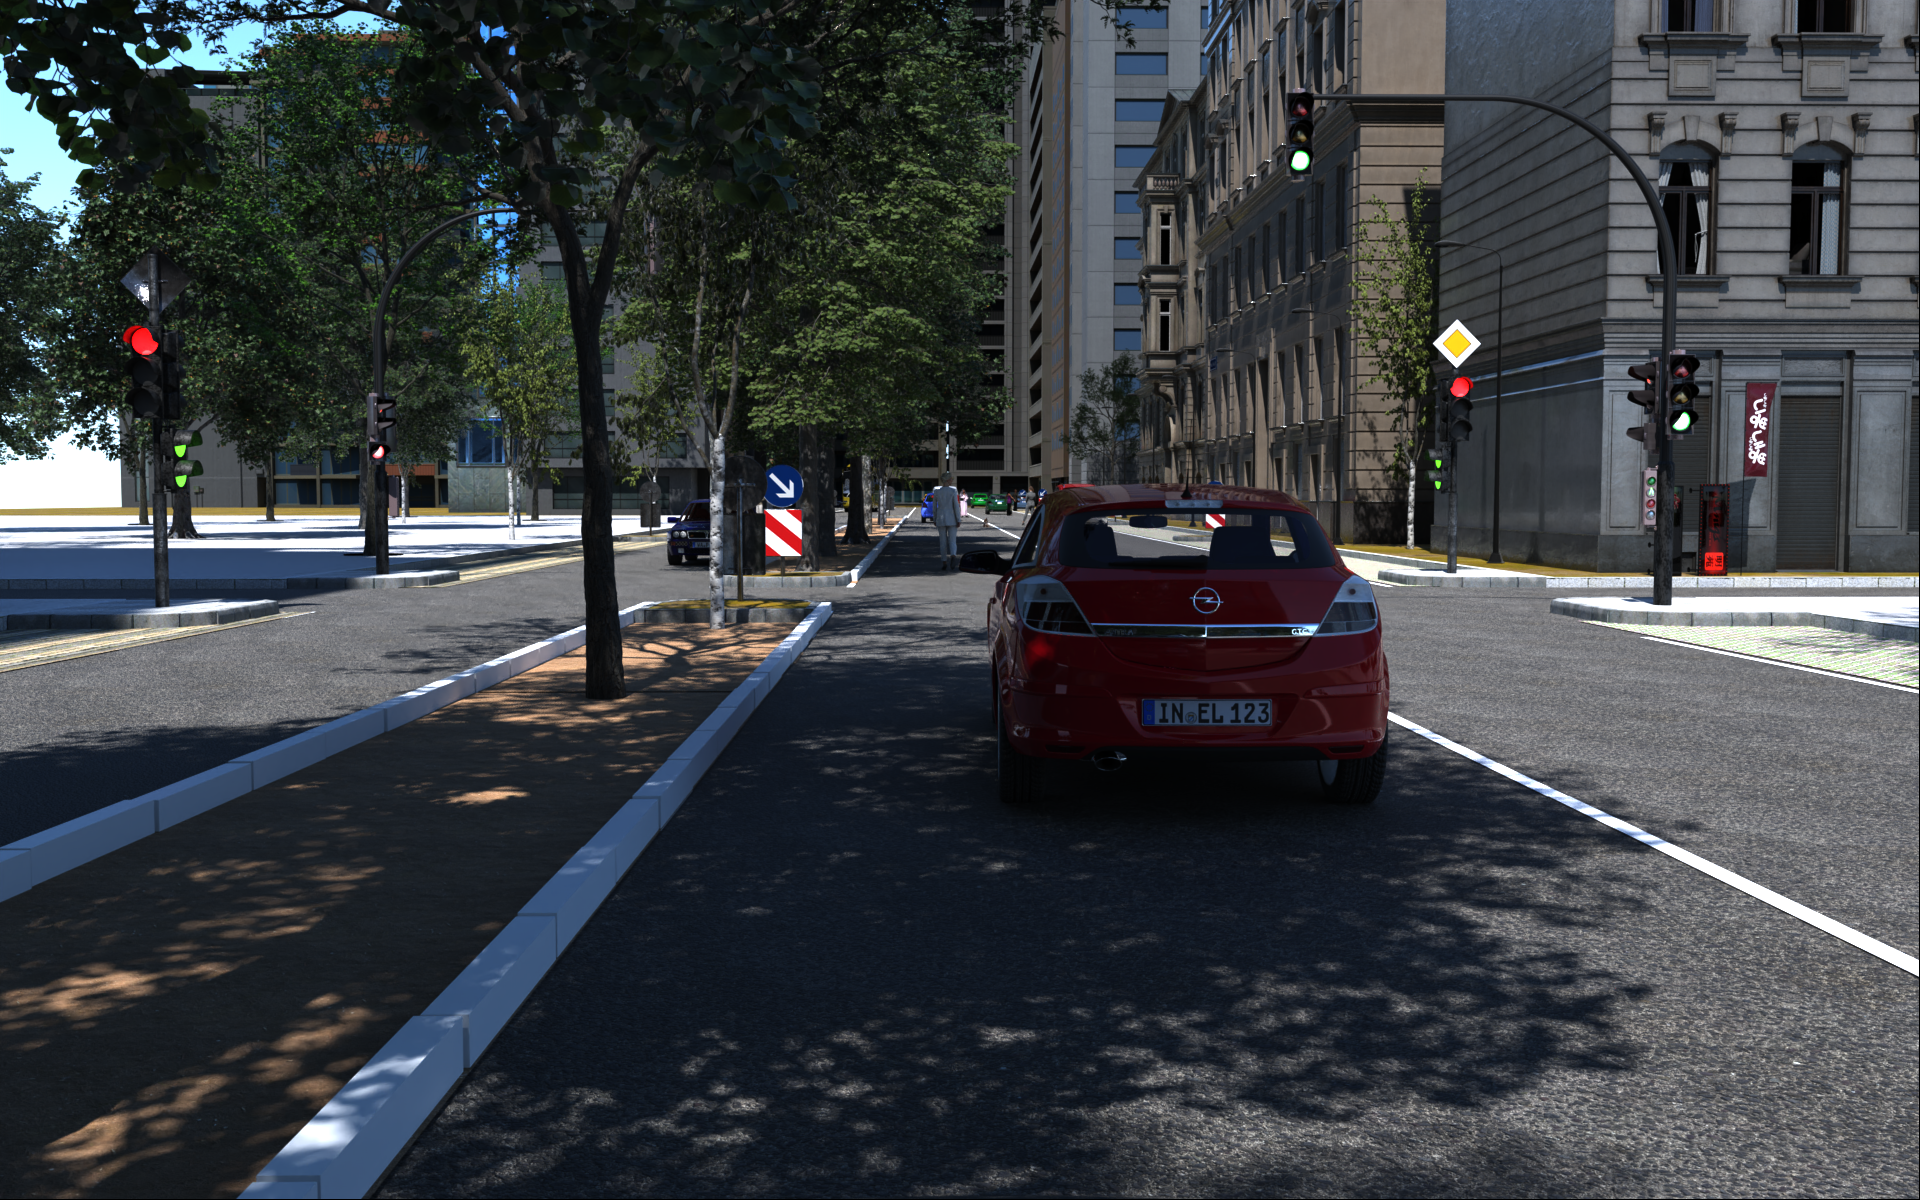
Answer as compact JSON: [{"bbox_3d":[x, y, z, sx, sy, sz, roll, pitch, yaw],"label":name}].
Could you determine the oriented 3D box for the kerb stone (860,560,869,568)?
[{"bbox_3d":[-1.805,-0.598,31.977,0.120,0.150,1.000,0,4,-1],"label":"kerb stone"}]

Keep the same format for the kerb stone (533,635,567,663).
[{"bbox_3d":[-3.582,0.442,14.968,0.120,0.150,1.000,0,4,-1],"label":"kerb stone"}]

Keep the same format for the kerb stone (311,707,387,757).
[{"bbox_3d":[-3.489,0.758,9.837,0.120,0.150,1.000,0,4,-1],"label":"kerb stone"}]

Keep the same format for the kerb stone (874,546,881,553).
[{"bbox_3d":[-1.969,-1.098,40.187,0.120,0.150,1.000,0,4,-1],"label":"kerb stone"}]

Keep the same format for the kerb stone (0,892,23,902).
[{"bbox_3d":[-3.398,1.006,5.741,0.120,0.150,1.000,0,4,-1],"label":"kerb stone"}]

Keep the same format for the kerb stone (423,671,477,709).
[{"bbox_3d":[-3.524,0.630,11.891,0.120,0.150,1.000,0,4,-1],"label":"kerb stone"}]

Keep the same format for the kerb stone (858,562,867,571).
[{"bbox_3d":[-1.788,-0.535,30.949,0.120,0.150,1.000,0,4,-1],"label":"kerb stone"}]

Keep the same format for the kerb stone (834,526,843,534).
[{"bbox_3d":[-4.540,-2.600,64.732,0.120,0.150,1.000,0,4,-1],"label":"kerb stone"}]

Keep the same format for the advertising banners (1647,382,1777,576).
[{"bbox_3d":[11.746,-1.885,27.012,2.074,3.025,0.090,0,4,-8],"label":"advertising banners"}]

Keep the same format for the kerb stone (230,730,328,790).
[{"bbox_3d":[-3.462,0.818,8.816,0.120,0.150,1.000,0,4,-1],"label":"kerb stone"}]

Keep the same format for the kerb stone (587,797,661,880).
[{"bbox_3d":[-1.328,0.948,6.839,0.120,0.150,1.000,0,4,-1],"label":"kerb stone"}]

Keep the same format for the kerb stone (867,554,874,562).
[{"bbox_3d":[-1.873,-0.783,35.056,0.120,0.150,1.000,0,4,-1],"label":"kerb stone"}]

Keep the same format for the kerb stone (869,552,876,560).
[{"bbox_3d":[-1.882,-0.848,36.078,0.120,0.150,1.000,0,4,-1],"label":"kerb stone"}]

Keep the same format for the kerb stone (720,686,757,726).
[{"bbox_3d":[-1.412,0.688,10.942,0.120,0.150,1.000,0,4,-1],"label":"kerb stone"}]

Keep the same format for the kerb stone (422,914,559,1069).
[{"bbox_3d":[-1.285,1.070,4.789,0.120,0.150,1.000,0,4,-1],"label":"kerb stone"}]

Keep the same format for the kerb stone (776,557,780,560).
[{"bbox_3d":[-4.014,-0.909,37.062,0.120,0.150,1.000,0,4,-1],"label":"kerb stone"}]

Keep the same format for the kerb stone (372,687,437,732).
[{"bbox_3d":[-3.498,0.693,10.867,0.120,0.150,1.000,0,4,-1],"label":"kerb stone"}]

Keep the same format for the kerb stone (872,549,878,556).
[{"bbox_3d":[-1.930,-0.973,38.132,0.120,0.150,1.000,0,4,-1],"label":"kerb stone"}]

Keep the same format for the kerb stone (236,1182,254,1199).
[{"bbox_3d":[-1.251,1.192,2.739,0.120,0.150,1.000,0,4,-1],"label":"kerb stone"}]

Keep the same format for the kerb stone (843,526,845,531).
[{"bbox_3d":[-4.550,-2.662,65.764,0.120,0.150,1.000,0,4,-1],"label":"kerb stone"}]

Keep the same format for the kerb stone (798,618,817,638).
[{"bbox_3d":[-1.527,0.315,17.076,0.120,0.150,1.000,0,4,-1],"label":"kerb stone"}]

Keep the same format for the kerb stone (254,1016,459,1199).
[{"bbox_3d":[-1.274,1.127,3.763,0.120,0.150,1.000,0,4,-1],"label":"kerb stone"}]

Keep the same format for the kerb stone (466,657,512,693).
[{"bbox_3d":[-3.539,0.568,12.919,0.120,0.150,1.000,0,4,-1],"label":"kerb stone"}]

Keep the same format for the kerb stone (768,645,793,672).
[{"bbox_3d":[-1.469,0.501,14.010,0.120,0.150,1.000,0,4,-1],"label":"kerb stone"}]

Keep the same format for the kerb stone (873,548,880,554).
[{"bbox_3d":[-1.941,-1.037,39.154,0.120,0.150,1.000,0,4,-1],"label":"kerb stone"}]

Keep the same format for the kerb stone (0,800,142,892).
[{"bbox_3d":[-3.433,0.943,6.770,0.120,0.150,1.000,0,4,-1],"label":"kerb stone"}]

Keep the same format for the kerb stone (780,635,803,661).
[{"bbox_3d":[-1.482,0.438,15.032,0.120,0.150,1.000,0,4,-1],"label":"kerb stone"}]

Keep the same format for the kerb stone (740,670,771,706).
[{"bbox_3d":[-1.427,0.630,11.967,0.120,0.150,1.000,0,4,-1],"label":"kerb stone"}]

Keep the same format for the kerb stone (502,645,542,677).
[{"bbox_3d":[-3.558,0.505,13.942,0.120,0.150,1.000,0,4,-1],"label":"kerb stone"}]

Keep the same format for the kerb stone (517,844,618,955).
[{"bbox_3d":[-1.305,1.003,5.810,0.120,0.150,1.000,0,4,-1],"label":"kerb stone"}]

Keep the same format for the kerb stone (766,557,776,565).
[{"bbox_3d":[-3.990,-0.846,36.035,0.120,0.150,1.000,0,4,-1],"label":"kerb stone"}]

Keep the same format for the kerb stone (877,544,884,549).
[{"bbox_3d":[-2.000,-1.226,42.241,0.120,0.150,1.000,0,4,-1],"label":"kerb stone"}]

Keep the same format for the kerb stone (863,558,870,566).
[{"bbox_3d":[-1.834,-0.661,33.002,0.120,0.150,1.000,0,4,-1],"label":"kerb stone"}]

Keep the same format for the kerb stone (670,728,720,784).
[{"bbox_3d":[-1.367,0.814,8.890,0.120,0.150,1.000,0,4,-1],"label":"kerb stone"}]

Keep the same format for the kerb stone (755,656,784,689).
[{"bbox_3d":[-1.442,0.563,12.988,0.120,0.150,1.000,0,4,-1],"label":"kerb stone"}]

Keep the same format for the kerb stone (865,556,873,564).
[{"bbox_3d":[-1.841,-0.722,34.029,0.120,0.150,1.000,0,4,-1],"label":"kerb stone"}]

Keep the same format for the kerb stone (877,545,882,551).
[{"bbox_3d":[-1.991,-1.164,41.219,0.120,0.150,1.000,0,4,-1],"label":"kerb stone"}]

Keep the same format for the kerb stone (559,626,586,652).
[{"bbox_3d":[-3.603,0.379,16.004,0.120,0.150,1.000,0,4,-1],"label":"kerb stone"}]

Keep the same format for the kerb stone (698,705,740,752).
[{"bbox_3d":[-1.387,0.751,9.913,0.120,0.150,1.000,0,4,-1],"label":"kerb stone"}]

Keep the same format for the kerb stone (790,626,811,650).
[{"bbox_3d":[-1.500,0.376,16.054,0.120,0.150,1.000,0,4,-1],"label":"kerb stone"}]

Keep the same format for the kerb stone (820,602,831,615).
[{"bbox_3d":[-1.583,0.132,20.157,0.120,0.150,1.000,0,4,-1],"label":"kerb stone"}]

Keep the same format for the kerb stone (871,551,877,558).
[{"bbox_3d":[-1.903,-0.912,37.100,0.120,0.150,1.000,0,4,-1],"label":"kerb stone"}]

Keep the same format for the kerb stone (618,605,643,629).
[{"bbox_3d":[-3.664,0.190,19.083,0.120,0.150,1.000,0,4,-1],"label":"kerb stone"}]

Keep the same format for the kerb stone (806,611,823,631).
[{"bbox_3d":[-1.546,0.252,18.103,0.120,0.150,1.000,0,4,-1],"label":"kerb stone"}]

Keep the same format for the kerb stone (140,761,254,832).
[{"bbox_3d":[-3.444,0.887,7.794,0.120,0.150,1.000,0,4,-1],"label":"kerb stone"}]

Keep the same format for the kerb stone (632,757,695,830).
[{"bbox_3d":[-1.341,0.877,7.861,0.120,0.150,1.000,0,4,-1],"label":"kerb stone"}]

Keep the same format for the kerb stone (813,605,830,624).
[{"bbox_3d":[-1.555,0.187,19.135,0.120,0.150,1.000,0,4,-1],"label":"kerb stone"}]

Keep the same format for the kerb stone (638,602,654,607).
[{"bbox_3d":[-3.683,0.128,20.105,0.120,0.150,1.000,0,4,-1],"label":"kerb stone"}]

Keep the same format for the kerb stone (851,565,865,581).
[{"bbox_3d":[-1.770,-0.472,29.927,0.120,0.150,1.000,0,4,-1],"label":"kerb stone"}]
